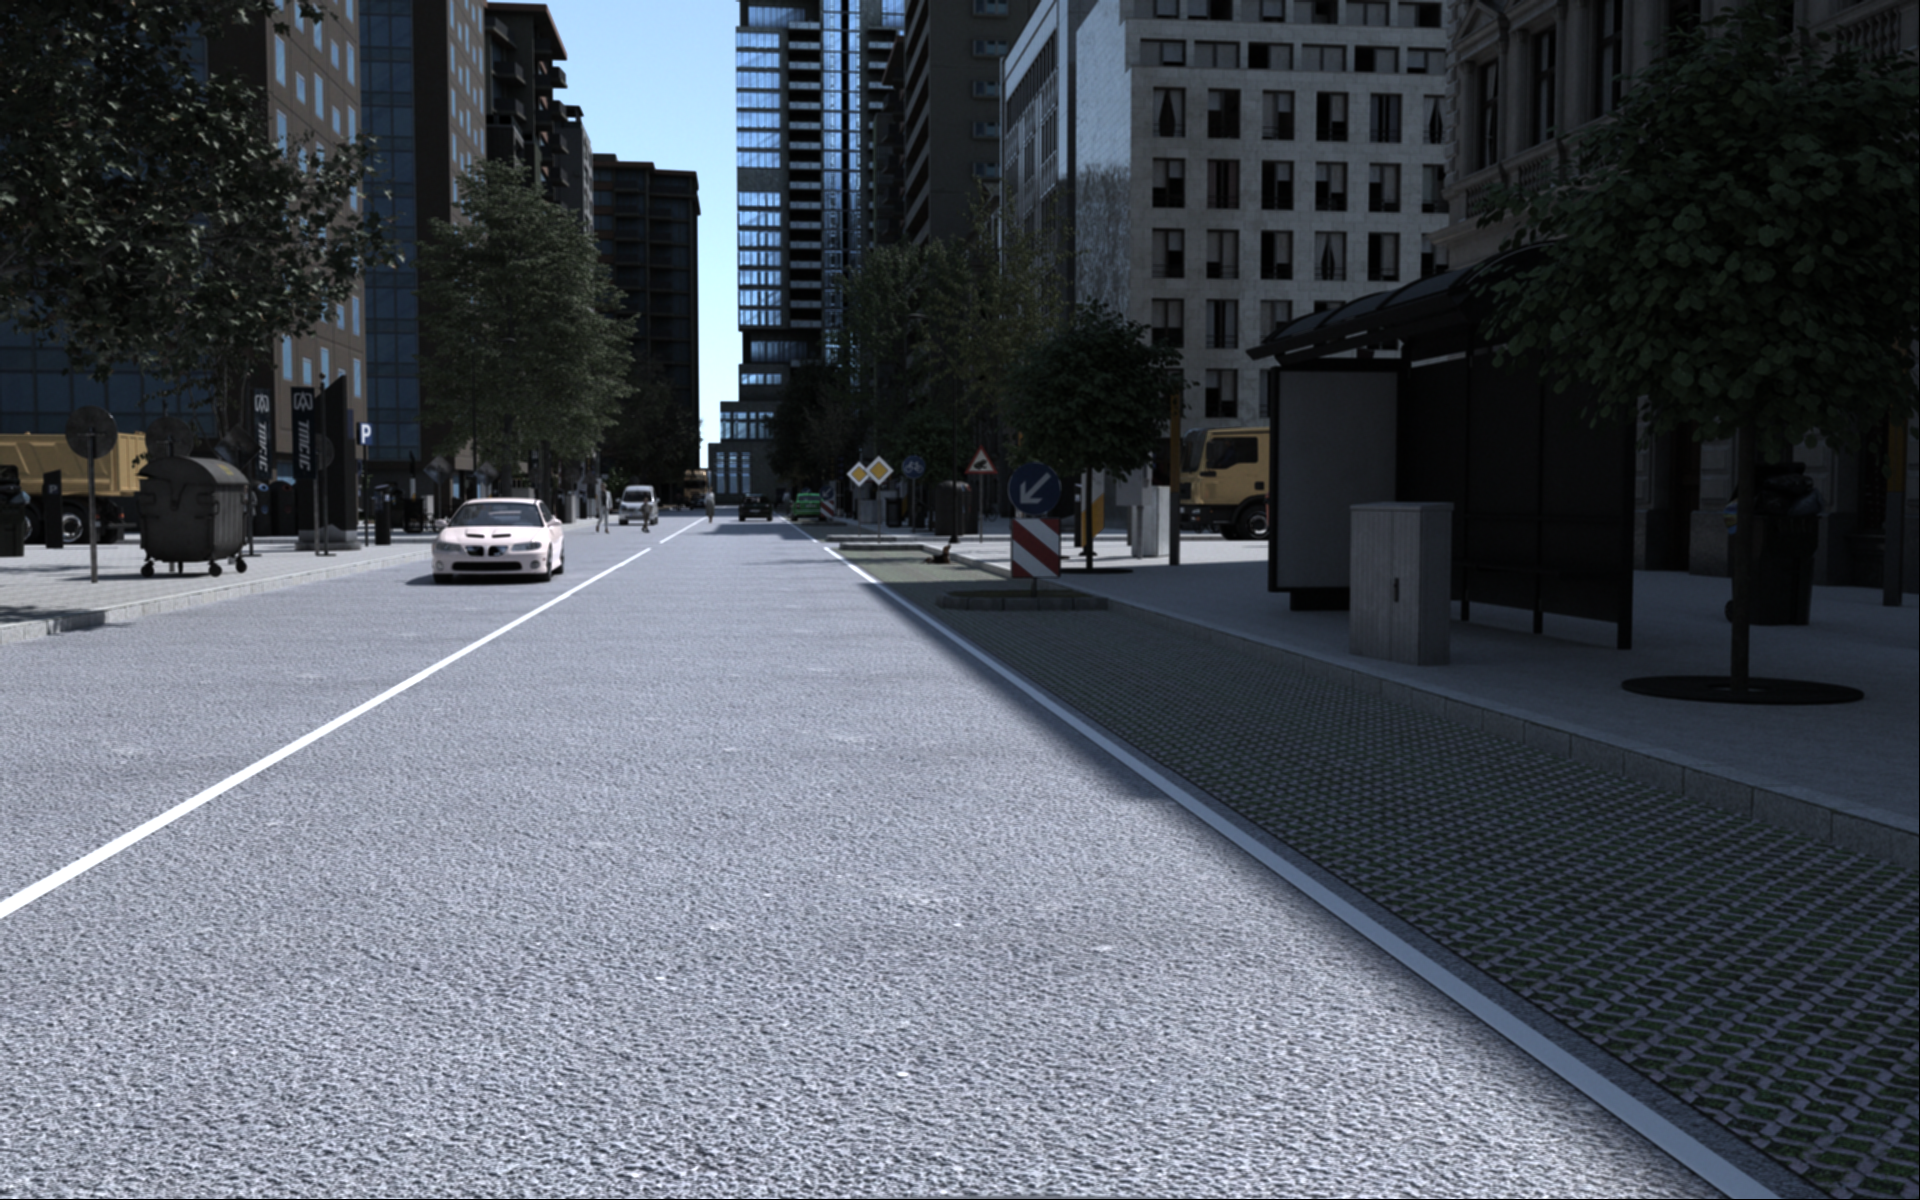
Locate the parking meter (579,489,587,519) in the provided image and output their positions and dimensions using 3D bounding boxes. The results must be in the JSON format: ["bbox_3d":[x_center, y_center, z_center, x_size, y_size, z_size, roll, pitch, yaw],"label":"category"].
[{"bbox_3d":[-19.462,-4.956,89.439,0.372,1.533,0.369,0,3,0],"label":"parking meter"}]

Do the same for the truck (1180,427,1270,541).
[{"bbox_3d":[10.494,-3.354,50.758,9.791,3.379,3.469,0,4,-6],"label":"truck"}]

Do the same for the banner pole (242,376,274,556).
[{"bbox_3d":[-14.609,-2.814,36.027,0.401,3.779,0.863,1,4,23],"label":"banner pole"}]

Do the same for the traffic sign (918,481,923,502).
[{"bbox_3d":[-1.716,-4.732,77.469,0.768,2.556,0.104,0,4,-5],"label":"traffic sign"}]

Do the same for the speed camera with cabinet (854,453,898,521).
[{"bbox_3d":[-4.008,-5.417,82.902,2.038,3.252,0.660,0,4,4],"label":"speed camera with cabinet"}]

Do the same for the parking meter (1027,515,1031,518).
[{"bbox_3d":[2.409,-3.217,58.313,0.255,1.863,0.399,1,4,12],"label":"parking meter"}]

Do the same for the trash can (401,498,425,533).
[{"bbox_3d":[-17.898,-2.757,56.723,0.748,1.137,0.748,0,3,0],"label":"trash can"}]

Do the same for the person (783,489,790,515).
[{"bbox_3d":[-12.019,-6.834,120.461,0.478,1.798,0.641,2,4,26],"label":"person"}]

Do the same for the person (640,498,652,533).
[{"bbox_3d":[-11.704,-3.173,64.643,0.475,1.303,0.640,-3,5,-45],"label":"person"}]

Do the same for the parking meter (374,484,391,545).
[{"bbox_3d":[-14.568,-2.157,43.679,0.372,1.533,0.369,0,3,0],"label":"parking meter"}]

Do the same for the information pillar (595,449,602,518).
[{"bbox_3d":[-18.976,-6.092,90.958,0.183,3.616,0.504,-3,5,-44],"label":"information pillar"}]

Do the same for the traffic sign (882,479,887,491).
[{"bbox_3d":[-4.066,-5.648,92.449,0.768,2.556,0.104,0,4,1],"label":"traffic sign"}]

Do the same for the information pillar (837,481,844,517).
[{"bbox_3d":[-6.690,-5.651,96.879,0.304,2.012,0.304,-3,4,-37],"label":"information pillar"}]

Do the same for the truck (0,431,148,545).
[{"bbox_3d":[-26.923,-3.042,45.668,9.791,3.379,3.469,0,4,-8],"label":"truck"}]

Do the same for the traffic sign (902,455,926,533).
[{"bbox_3d":[-1.510,-3.461,56.698,0.768,2.556,0.104,0,4,-4],"label":"traffic sign"}]

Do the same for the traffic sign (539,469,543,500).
[{"bbox_3d":[-20.733,-5.225,85.533,0.768,2.556,0.104,0,4,-2],"label":"traffic sign"}]

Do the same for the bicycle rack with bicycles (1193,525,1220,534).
[{"bbox_3d":[8.837,-2.631,56.393,2.925,0.926,2.852,-2,4,-27],"label":"bicycle rack with bicycles"}]

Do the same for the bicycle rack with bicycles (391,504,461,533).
[{"bbox_3d":[-17.902,-2.802,59.191,2.852,0.926,2.925,1,4,23],"label":"bicycle rack with bicycles"}]

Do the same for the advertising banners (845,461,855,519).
[{"bbox_3d":[-5.780,-5.835,91.594,0.090,3.025,2.074,1,4,10],"label":"advertising banners"}]

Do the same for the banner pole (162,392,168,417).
[{"bbox_3d":[-19.307,-3.190,42.178,0.401,3.779,0.863,-2,4,-32],"label":"banner pole"}]

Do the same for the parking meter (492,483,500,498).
[{"bbox_3d":[-23.721,-5.060,88.445,0.399,1.863,0.255,-1,4,-11],"label":"parking meter"}]

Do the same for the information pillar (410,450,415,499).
[{"bbox_3d":[-28.951,-6.130,91.586,0.183,3.616,0.504,-3,4,-38],"label":"information pillar"}]

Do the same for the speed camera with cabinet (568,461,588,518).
[{"bbox_3d":[-20.354,-5.982,92.147,0.660,3.252,2.038,-2,4,-26],"label":"speed camera with cabinet"}]

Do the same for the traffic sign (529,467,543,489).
[{"bbox_3d":[-20.154,-5.037,82.467,0.768,2.556,0.104,0,4,-2],"label":"traffic sign"}]

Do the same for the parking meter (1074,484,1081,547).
[{"bbox_3d":[2.958,-2.051,41.949,0.372,1.533,0.369,0,3,0],"label":"parking meter"}]

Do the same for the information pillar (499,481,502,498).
[{"bbox_3d":[-24.885,-5.479,94.074,0.304,2.012,0.304,-1,4,-18],"label":"information pillar"}]

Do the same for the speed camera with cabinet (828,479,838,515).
[{"bbox_3d":[-7.644,-6.769,105.001,0.660,3.252,2.038,0,4,1],"label":"speed camera with cabinet"}]

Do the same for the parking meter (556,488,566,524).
[{"bbox_3d":[-17.289,-4.075,75.042,0.372,1.533,0.369,0,3,0],"label":"parking meter"}]

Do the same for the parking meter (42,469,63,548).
[{"bbox_3d":[-21.464,-2.156,40.958,0.399,1.863,0.255,-2,4,-34],"label":"parking meter"}]

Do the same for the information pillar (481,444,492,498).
[{"bbox_3d":[-21.490,-5.331,78.515,0.504,3.616,0.183,-3,5,-41],"label":"information pillar"}]

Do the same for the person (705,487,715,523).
[{"bbox_3d":[-12.437,-4.736,86.167,0.478,1.798,0.641,0,4,3],"label":"person"}]

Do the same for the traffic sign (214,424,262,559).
[{"bbox_3d":[-11.863,-1.669,28.480,0.795,2.450,0.064,0,4,0],"label":"traffic sign"}]

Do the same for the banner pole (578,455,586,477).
[{"bbox_3d":[-23.943,-7.312,109.561,0.401,3.779,0.863,2,4,29],"label":"banner pole"}]

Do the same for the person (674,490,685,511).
[{"bbox_3d":[-23.815,-8.429,147.030,1.217,1.736,0.721,2,4,35],"label":"person"}]

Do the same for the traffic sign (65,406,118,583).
[{"bbox_3d":[-12.516,-1.521,24.967,0.768,2.556,0.104,0,4,3],"label":"traffic sign"}]

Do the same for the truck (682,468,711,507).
[{"bbox_3d":[-28.699,-12.258,189.337,2.839,4.237,11.283,0,4,-5],"label":"truck"}]

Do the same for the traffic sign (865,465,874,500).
[{"bbox_3d":[-4.161,-4.721,77.184,0.884,2.594,0.081,0,4,-5],"label":"traffic sign"}]

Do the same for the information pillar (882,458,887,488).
[{"bbox_3d":[-4.704,-7.079,107.092,0.183,3.616,0.504,-3,5,-39],"label":"information pillar"}]

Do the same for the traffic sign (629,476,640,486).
[{"bbox_3d":[-22.538,-7.323,119.832,0.768,2.556,0.104,0,4,-5],"label":"traffic sign"}]

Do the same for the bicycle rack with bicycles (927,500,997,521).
[{"bbox_3d":[-0.050,-4.162,81.424,2.852,0.926,2.925,-3,5,-40],"label":"bicycle rack with bicycles"}]

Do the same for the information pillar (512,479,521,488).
[{"bbox_3d":[-21.355,-4.833,83.515,0.304,2.012,0.304,3,4,37],"label":"information pillar"}]

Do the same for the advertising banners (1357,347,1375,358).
[{"bbox_3d":[4.422,-1.470,20.218,0.090,3.025,2.074,2,4,35],"label":"advertising banners"}]

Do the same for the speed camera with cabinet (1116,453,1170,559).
[{"bbox_3d":[3.710,-2.484,34.955,0.660,3.252,2.038,1,4,23],"label":"speed camera with cabinet"}]

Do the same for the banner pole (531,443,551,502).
[{"bbox_3d":[-20.651,-5.795,84.762,0.863,3.779,0.401,2,4,27],"label":"banner pole"}]

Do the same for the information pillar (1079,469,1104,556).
[{"bbox_3d":[2.751,-2.733,36.044,0.504,3.616,0.183,-1,4,-15],"label":"information pillar"}]

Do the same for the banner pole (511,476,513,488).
[{"bbox_3d":[-22.398,-5.883,86.205,0.401,3.779,0.863,-2,4,-35],"label":"banner pole"}]

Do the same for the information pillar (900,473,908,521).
[{"bbox_3d":[-2.649,-5.501,81.294,0.183,3.616,0.504,3,4,36],"label":"information pillar"}]

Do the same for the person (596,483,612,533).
[{"bbox_3d":[-13.051,-3.362,63.345,0.514,1.842,0.818,-3,4,-36],"label":"person"}]

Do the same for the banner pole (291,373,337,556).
[{"bbox_3d":[-13.366,-2.798,35.762,0.863,3.779,0.401,-2,4,-34],"label":"banner pole"}]

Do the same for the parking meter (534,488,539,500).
[{"bbox_3d":[-19.254,-4.285,78.478,0.372,1.533,0.369,0,3,0],"label":"parking meter"}]

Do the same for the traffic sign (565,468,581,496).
[{"bbox_3d":[-18.756,-5.123,83.872,0.768,2.556,0.104,0,4,-5],"label":"traffic sign"}]

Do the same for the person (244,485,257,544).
[{"bbox_3d":[-19.102,-2.304,46.359,0.537,1.800,0.526,-1,4,-11],"label":"person"}]

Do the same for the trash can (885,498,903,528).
[{"bbox_3d":[-2.532,-3.348,66.396,0.748,1.137,0.748,0,3,0],"label":"trash can"}]

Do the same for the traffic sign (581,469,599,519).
[{"bbox_3d":[-19.197,-5.496,89.867,0.884,2.594,0.081,0,4,-4],"label":"traffic sign"}]
